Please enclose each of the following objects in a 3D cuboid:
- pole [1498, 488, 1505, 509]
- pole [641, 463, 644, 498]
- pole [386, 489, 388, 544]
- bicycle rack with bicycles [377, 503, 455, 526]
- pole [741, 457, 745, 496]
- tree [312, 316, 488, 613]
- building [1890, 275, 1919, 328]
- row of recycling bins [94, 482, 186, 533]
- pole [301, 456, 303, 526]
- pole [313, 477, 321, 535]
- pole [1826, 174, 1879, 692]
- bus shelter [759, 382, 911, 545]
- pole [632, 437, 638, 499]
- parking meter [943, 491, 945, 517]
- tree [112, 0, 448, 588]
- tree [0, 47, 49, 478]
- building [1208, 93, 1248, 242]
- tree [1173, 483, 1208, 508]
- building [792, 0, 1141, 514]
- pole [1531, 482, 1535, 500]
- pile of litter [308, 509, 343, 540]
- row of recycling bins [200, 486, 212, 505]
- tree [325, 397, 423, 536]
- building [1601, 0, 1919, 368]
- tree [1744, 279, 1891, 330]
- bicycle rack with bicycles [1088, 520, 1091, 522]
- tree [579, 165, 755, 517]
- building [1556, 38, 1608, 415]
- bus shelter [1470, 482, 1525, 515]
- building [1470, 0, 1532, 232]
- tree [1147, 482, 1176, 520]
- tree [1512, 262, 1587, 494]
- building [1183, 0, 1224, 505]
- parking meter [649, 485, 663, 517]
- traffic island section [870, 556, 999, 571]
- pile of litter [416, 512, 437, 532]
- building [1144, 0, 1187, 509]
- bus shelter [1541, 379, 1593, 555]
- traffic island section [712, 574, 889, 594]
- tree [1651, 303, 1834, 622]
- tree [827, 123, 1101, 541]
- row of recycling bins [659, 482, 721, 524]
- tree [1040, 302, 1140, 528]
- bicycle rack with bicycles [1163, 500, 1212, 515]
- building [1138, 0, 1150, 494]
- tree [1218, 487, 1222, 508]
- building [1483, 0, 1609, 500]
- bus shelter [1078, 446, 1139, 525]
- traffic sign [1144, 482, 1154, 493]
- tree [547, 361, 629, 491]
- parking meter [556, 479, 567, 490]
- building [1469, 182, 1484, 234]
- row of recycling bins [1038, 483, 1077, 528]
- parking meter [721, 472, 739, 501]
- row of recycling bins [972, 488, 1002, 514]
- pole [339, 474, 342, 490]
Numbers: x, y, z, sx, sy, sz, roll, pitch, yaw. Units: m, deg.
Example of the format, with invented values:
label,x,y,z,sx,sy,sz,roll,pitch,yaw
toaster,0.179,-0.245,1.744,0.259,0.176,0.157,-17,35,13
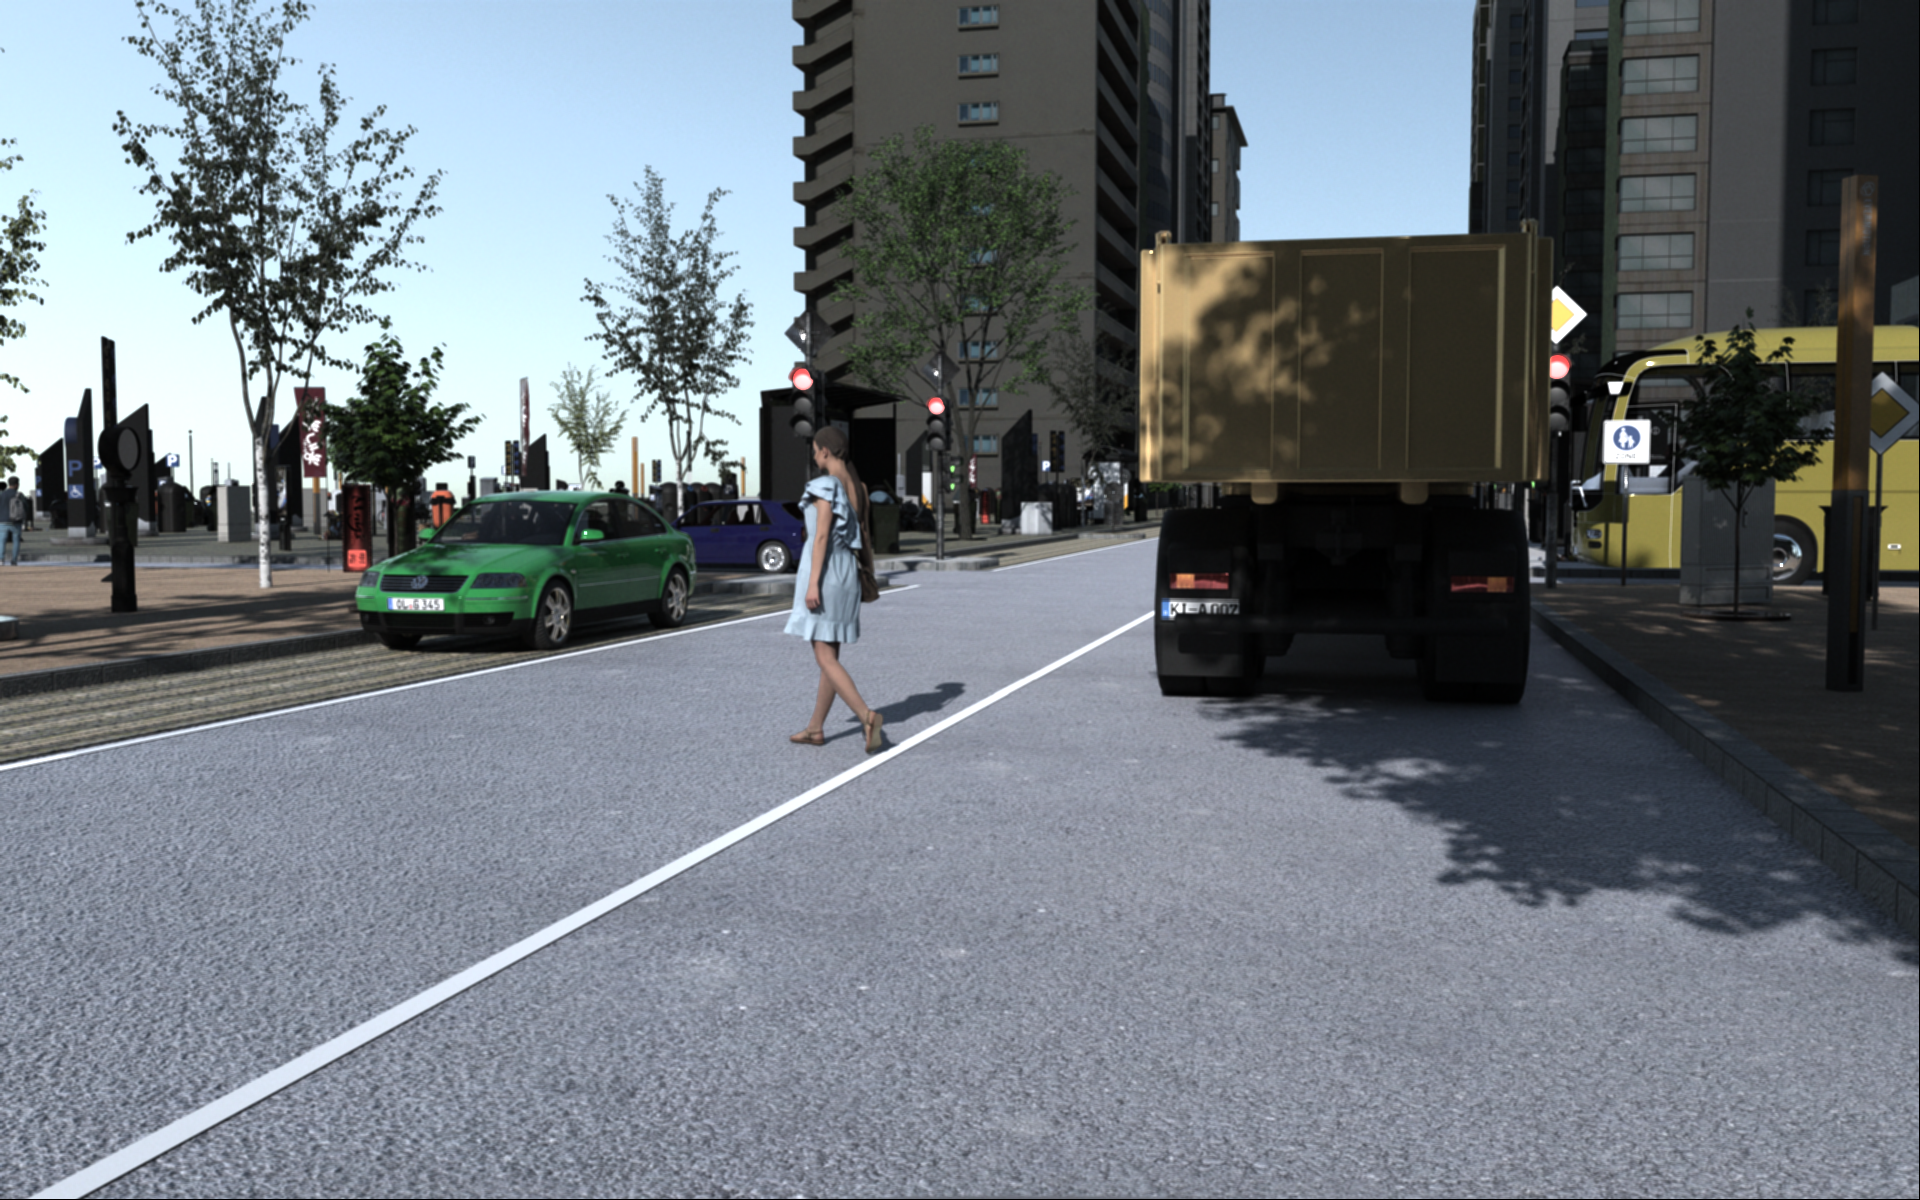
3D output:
label,x,y,z,sx,sy,sz,roll,pitch,yaw
pole,13.988,-3.110,44.690,0.158,3.312,0.155,0,3,0
pole,-21.091,-7.412,115.036,0.158,3.312,0.155,0,3,0
pole,-14.758,-3.118,44.825,0.158,3.312,0.155,0,3,0
bicycle rack with bicycles,-21.965,-3.523,70.976,2.925,0.926,2.852,2,4,25
pole,-12.038,-6.260,96.187,0.158,3.312,0.155,0,3,0
tree,-6.321,-1.493,19.014,1.663,3.219,1.824,0,3,0
building,40.065,-44.378,38.248,31.000,86.520,22.319,1,4,14
row of recycling bins,-27.460,-3.061,57.158,3.534,1.692,1.069,-3,4,-36
pole,-22.747,-4.021,59.590,0.158,3.312,0.155,0,3,0
pole,-20.283,-3.714,54.567,0.158,3.312,0.155,0,3,0
pole,5.774,-1.062,11.209,0.158,3.312,0.155,0,3,0
bus shelter,-2.744,-2.950,39.520,1.731,3.624,6.357,1,4,13
pole,-11.633,-4.171,62.034,0.158,3.312,0.155,0,3,0
parking meter,-1.029,-5.338,95.683,0.372,1.533,0.369,0,3,0
tree,-9.372,-4.466,23.376,4.360,8.622,3.978,0,3,0
tree,-15.554,-4.617,25.848,4.737,8.622,4.395,0,3,0
building,23.487,-39.500,235.055,28.713,52.752,27.495,1,4,14
tree,12.898,-7.025,98.579,4.285,4.588,4.351,0,3,0
building,0.581,-30.430,121.226,21.300,48.544,21.600,1,4,14
pole,23.749,-4.764,71.730,0.158,3.312,0.155,0,3,0
pile of litter,-17.383,-2.111,48.479,1.719,0.858,1.176,2,4,25
row of recycling bins,-37.193,-4.854,86.482,1.069,1.692,3.534,-1,4,-14
tree,-17.864,-4.235,52.962,4.285,4.588,4.351,0,3,0
building,37.123,-24.245,79.997,14.154,41.232,14.086,1,4,14
tree,28.648,-6.646,59.026,4.360,8.622,3.978,0,3,0
bicycle rack with bicycles,4.700,-4.012,78.981,2.925,0.926,2.852,-1,4,-17
tree,-6.336,-5.411,38.839,4.360,8.622,3.978,0,3,0
building,45.913,-20.844,112.498,14.160,30.474,14.107,1,4,14
bus shelter,18.677,-4.062,60.332,2.014,3.302,5.546,1,4,13
building,80.423,-49.258,243.612,20.563,71.187,20.611,1,4,14
tree,9.889,-5.676,87.401,1.663,3.219,1.824,0,3,0
tree,16.647,-6.221,52.073,4.360,8.622,3.978,0,3,0
building,21.690,-47.216,210.230,20.563,71.187,20.611,1,4,14
parking meter,-8.482,-2.443,48.351,0.372,1.533,0.369,0,3,0
traffic island section,-0.408,-0.707,33.836,2.009,0.180,2.903,1,4,14
pile of litter,-18.133,-2.779,59.398,1.176,0.858,1.719,2,4,24
building,8.890,-37.853,160.893,21.231,58.520,28.212,1,4,14
bus shelter,13.540,-2.848,37.850,1.731,3.624,6.357,1,4,14
traffic island section,-2.281,-0.232,26.073,2.009,0.180,2.903,1,4,14
tree,7.994,-1.412,17.690,1.663,3.219,1.824,0,3,0
tree,0.142,-7.484,48.116,9.928,11.665,9.643,0,3,0
row of recycling bins,-9.574,-3.321,61.411,1.069,1.692,3.534,2,4,24
tree,4.929,-7.067,65.908,4.360,8.622,3.978,0,3,0
bicycle rack with bicycles,13.602,-5.651,105.774,2.925,0.926,2.852,3,5,40
building,7.256,-27.878,139.407,14.154,41.232,14.086,1,4,14
tree,17.321,-10.158,116.452,4.737,8.622,4.395,0,3,0
building,72.719,-40.544,204.888,21.231,58.520,28.212,1,4,14
bus shelter,6.595,-4.963,75.068,2.014,3.302,5.546,1,4,14
traffic sign,8.840,-5.057,82.688,0.884,2.594,0.081,1,4,22
tree,-20.932,-8.958,96.827,4.737,8.622,4.395,0,3,0
parking meter,-15.717,-3.832,68.362,0.399,1.863,0.255,-1,4,-11
building,73.711,-33.256,227.337,14.154,41.232,14.086,1,4,14
row of recycling bins,3.760,-3.641,66.648,1.069,1.692,3.534,1,4,19
parking meter,-5.525,-2.196,41.620,0.399,1.863,0.255,0,4,-5
row of recycling bins,2.126,-6.273,109.668,3.534,1.692,1.069,2,4,30
pole,-43.526,-7.822,121.737,0.158,3.312,0.155,0,3,0
